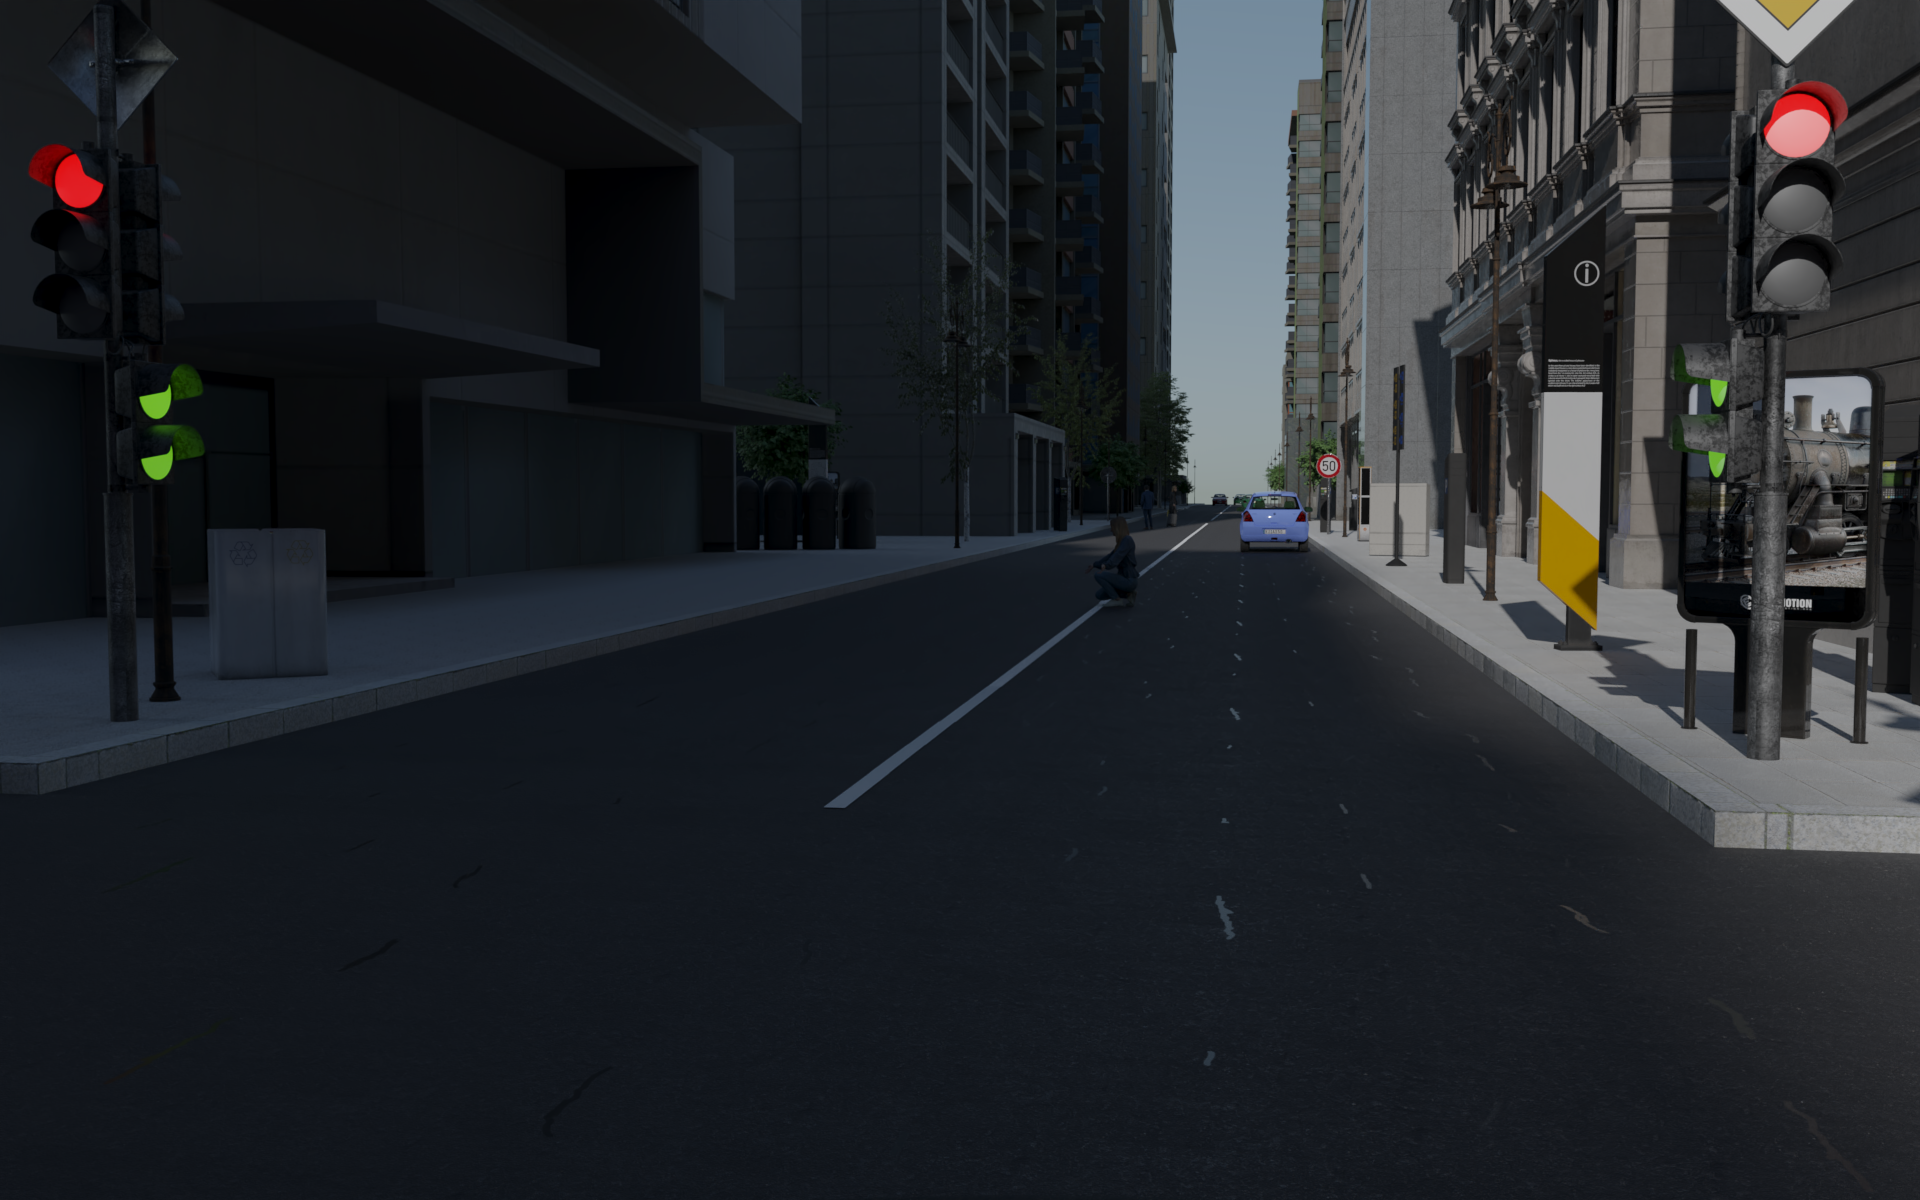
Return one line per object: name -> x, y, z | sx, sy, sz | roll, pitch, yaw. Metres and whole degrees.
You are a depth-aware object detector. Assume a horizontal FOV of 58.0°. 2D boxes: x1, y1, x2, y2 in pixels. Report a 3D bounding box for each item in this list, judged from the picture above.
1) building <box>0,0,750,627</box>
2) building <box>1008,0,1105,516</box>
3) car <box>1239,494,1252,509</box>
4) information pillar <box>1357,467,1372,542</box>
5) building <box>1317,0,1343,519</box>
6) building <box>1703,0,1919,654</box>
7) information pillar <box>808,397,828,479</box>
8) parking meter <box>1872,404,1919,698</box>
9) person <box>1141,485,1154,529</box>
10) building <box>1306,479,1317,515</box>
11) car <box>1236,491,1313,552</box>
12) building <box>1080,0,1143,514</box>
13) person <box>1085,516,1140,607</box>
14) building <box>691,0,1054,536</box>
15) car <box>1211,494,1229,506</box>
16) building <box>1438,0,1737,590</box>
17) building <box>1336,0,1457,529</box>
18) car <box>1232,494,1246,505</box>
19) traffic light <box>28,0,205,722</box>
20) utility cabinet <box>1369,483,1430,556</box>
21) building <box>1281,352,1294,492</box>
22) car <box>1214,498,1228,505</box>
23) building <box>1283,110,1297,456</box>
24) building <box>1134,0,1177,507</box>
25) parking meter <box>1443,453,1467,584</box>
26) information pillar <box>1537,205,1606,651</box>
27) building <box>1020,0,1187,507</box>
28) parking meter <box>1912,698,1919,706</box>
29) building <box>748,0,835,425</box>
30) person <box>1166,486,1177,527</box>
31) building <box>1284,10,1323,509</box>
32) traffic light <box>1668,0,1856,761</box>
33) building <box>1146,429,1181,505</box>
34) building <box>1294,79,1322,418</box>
building -> -18.110, -26.654, 25.027 | 28.713, 52.752, 27.495 | 1, 4, 9
building -> -3.369, -27.226, 99.770 | 22.147, 44.769, 28.867 | 1, 4, 9
car -> 23.370, -7.726, 138.125 | 2.131, 1.459, 4.920 | 1, 4, 9
information pillar -> 10.906, -2.583, 46.727 | 0.304, 2.012, 0.304 | 0, 4, 1
building -> 26.561, -19.693, 93.680 | 14.160, 30.474, 14.107 | 1, 4, 9
building -> 16.339, -9.026, 12.199 | 19.286, 19.102, 10.561 | 1, 4, 9
information pillar -> -3.422, -3.076, 41.640 | 0.504, 3.616, 0.183 | 1, 4, 23
parking meter -> 6.086, -0.335, 11.182 | 0.255, 1.863, 0.399 | 3, 4, 38
person -> 7.618, -3.766, 70.257 | 0.721, 1.800, 0.419 | -2, 4, -31
building -> 39.000, -25.610, 110.608 | 32.217, 40.220, 23.993 | 1, 4, 9
car -> 7.983, -2.104, 43.993 | 1.945, 1.707, 3.694 | 1, 4, 10
building -> 5.228, -28.747, 120.123 | 14.600, 45.320, 14.200 | 1, 4, 9
person -> 1.925, -0.494, 22.075 | 0.738, 1.151, 1.012 | 1, 4, 8
building -> -6.752, -38.152, 62.037 | 20.563, 71.187, 20.611 | 1, 4, 9
car -> 31.806, -12.418, 212.070 | 2.155, 1.783, 4.494 | 1, 4, 9
building -> 16.541, -11.660, 41.549 | 10.553, 20.767, 40.483 | 1, 4, 9
building -> 22.300, -15.498, 71.417 | 12.078, 24.808, 19.932 | 1, 4, 9
car -> 35.709, -12.747, 220.203 | 2.131, 1.459, 4.920 | 1, 4, 10
traffic light -> -4.718, -1.270, 9.691 | 0.839, 4.253, 0.868 | 1, 4, 9
utility cabinet -> 9.077, -1.656, 35.756 | 1.173, 1.500, 0.318 | 2, 4, 30
building -> 55.736, -23.116, 222.991 | 27.650, 21.520, 28.899 | 1, 4, 9
car -> 33.355, -12.849, 221.871 | 2.131, 1.459, 4.920 | 1, 4, 9
building -> 47.713, -32.976, 193.786 | 22.147, 44.769, 28.867 | 1, 4, 9
building -> 7.803, -36.294, 182.637 | 28.713, 52.752, 27.495 | 1, 4, 9
parking meter -> 7.104, -1.172, 24.877 | 0.255, 1.863, 0.399 | 0, 4, 6
information pillar -> 5.002, -1.394, 14.140 | 0.504, 3.616, 0.183 | 0, 4, 1
building -> 19.861, -48.381, 229.287 | 20.563, 71.187, 20.611 | 1, 4, 9
parking meter -> 5.959, -0.289, 10.439 | 0.399, 1.863, 0.255 | 1, 4, 17
building -> 0.648, -33.817, 142.149 | 28.713, 52.752, 27.495 | 1, 4, 9
person -> 9.315, -4.129, 76.221 | 0.699, 1.804, 1.509 | 1, 4, 20
building -> 37.839, -50.430, 137.201 | 22.319, 86.520, 31.000 | 1, 4, 9
traffic light -> 3.880, -1.185, 8.292 | 0.839, 4.253, 0.868 | 1, 4, 9
building -> 10.353, -31.606, 208.642 | 32.217, 40.220, 23.993 | 1, 4, 9
building -> 40.624, -29.954, 173.334 | 14.154, 41.232, 14.086 | 1, 4, 9
